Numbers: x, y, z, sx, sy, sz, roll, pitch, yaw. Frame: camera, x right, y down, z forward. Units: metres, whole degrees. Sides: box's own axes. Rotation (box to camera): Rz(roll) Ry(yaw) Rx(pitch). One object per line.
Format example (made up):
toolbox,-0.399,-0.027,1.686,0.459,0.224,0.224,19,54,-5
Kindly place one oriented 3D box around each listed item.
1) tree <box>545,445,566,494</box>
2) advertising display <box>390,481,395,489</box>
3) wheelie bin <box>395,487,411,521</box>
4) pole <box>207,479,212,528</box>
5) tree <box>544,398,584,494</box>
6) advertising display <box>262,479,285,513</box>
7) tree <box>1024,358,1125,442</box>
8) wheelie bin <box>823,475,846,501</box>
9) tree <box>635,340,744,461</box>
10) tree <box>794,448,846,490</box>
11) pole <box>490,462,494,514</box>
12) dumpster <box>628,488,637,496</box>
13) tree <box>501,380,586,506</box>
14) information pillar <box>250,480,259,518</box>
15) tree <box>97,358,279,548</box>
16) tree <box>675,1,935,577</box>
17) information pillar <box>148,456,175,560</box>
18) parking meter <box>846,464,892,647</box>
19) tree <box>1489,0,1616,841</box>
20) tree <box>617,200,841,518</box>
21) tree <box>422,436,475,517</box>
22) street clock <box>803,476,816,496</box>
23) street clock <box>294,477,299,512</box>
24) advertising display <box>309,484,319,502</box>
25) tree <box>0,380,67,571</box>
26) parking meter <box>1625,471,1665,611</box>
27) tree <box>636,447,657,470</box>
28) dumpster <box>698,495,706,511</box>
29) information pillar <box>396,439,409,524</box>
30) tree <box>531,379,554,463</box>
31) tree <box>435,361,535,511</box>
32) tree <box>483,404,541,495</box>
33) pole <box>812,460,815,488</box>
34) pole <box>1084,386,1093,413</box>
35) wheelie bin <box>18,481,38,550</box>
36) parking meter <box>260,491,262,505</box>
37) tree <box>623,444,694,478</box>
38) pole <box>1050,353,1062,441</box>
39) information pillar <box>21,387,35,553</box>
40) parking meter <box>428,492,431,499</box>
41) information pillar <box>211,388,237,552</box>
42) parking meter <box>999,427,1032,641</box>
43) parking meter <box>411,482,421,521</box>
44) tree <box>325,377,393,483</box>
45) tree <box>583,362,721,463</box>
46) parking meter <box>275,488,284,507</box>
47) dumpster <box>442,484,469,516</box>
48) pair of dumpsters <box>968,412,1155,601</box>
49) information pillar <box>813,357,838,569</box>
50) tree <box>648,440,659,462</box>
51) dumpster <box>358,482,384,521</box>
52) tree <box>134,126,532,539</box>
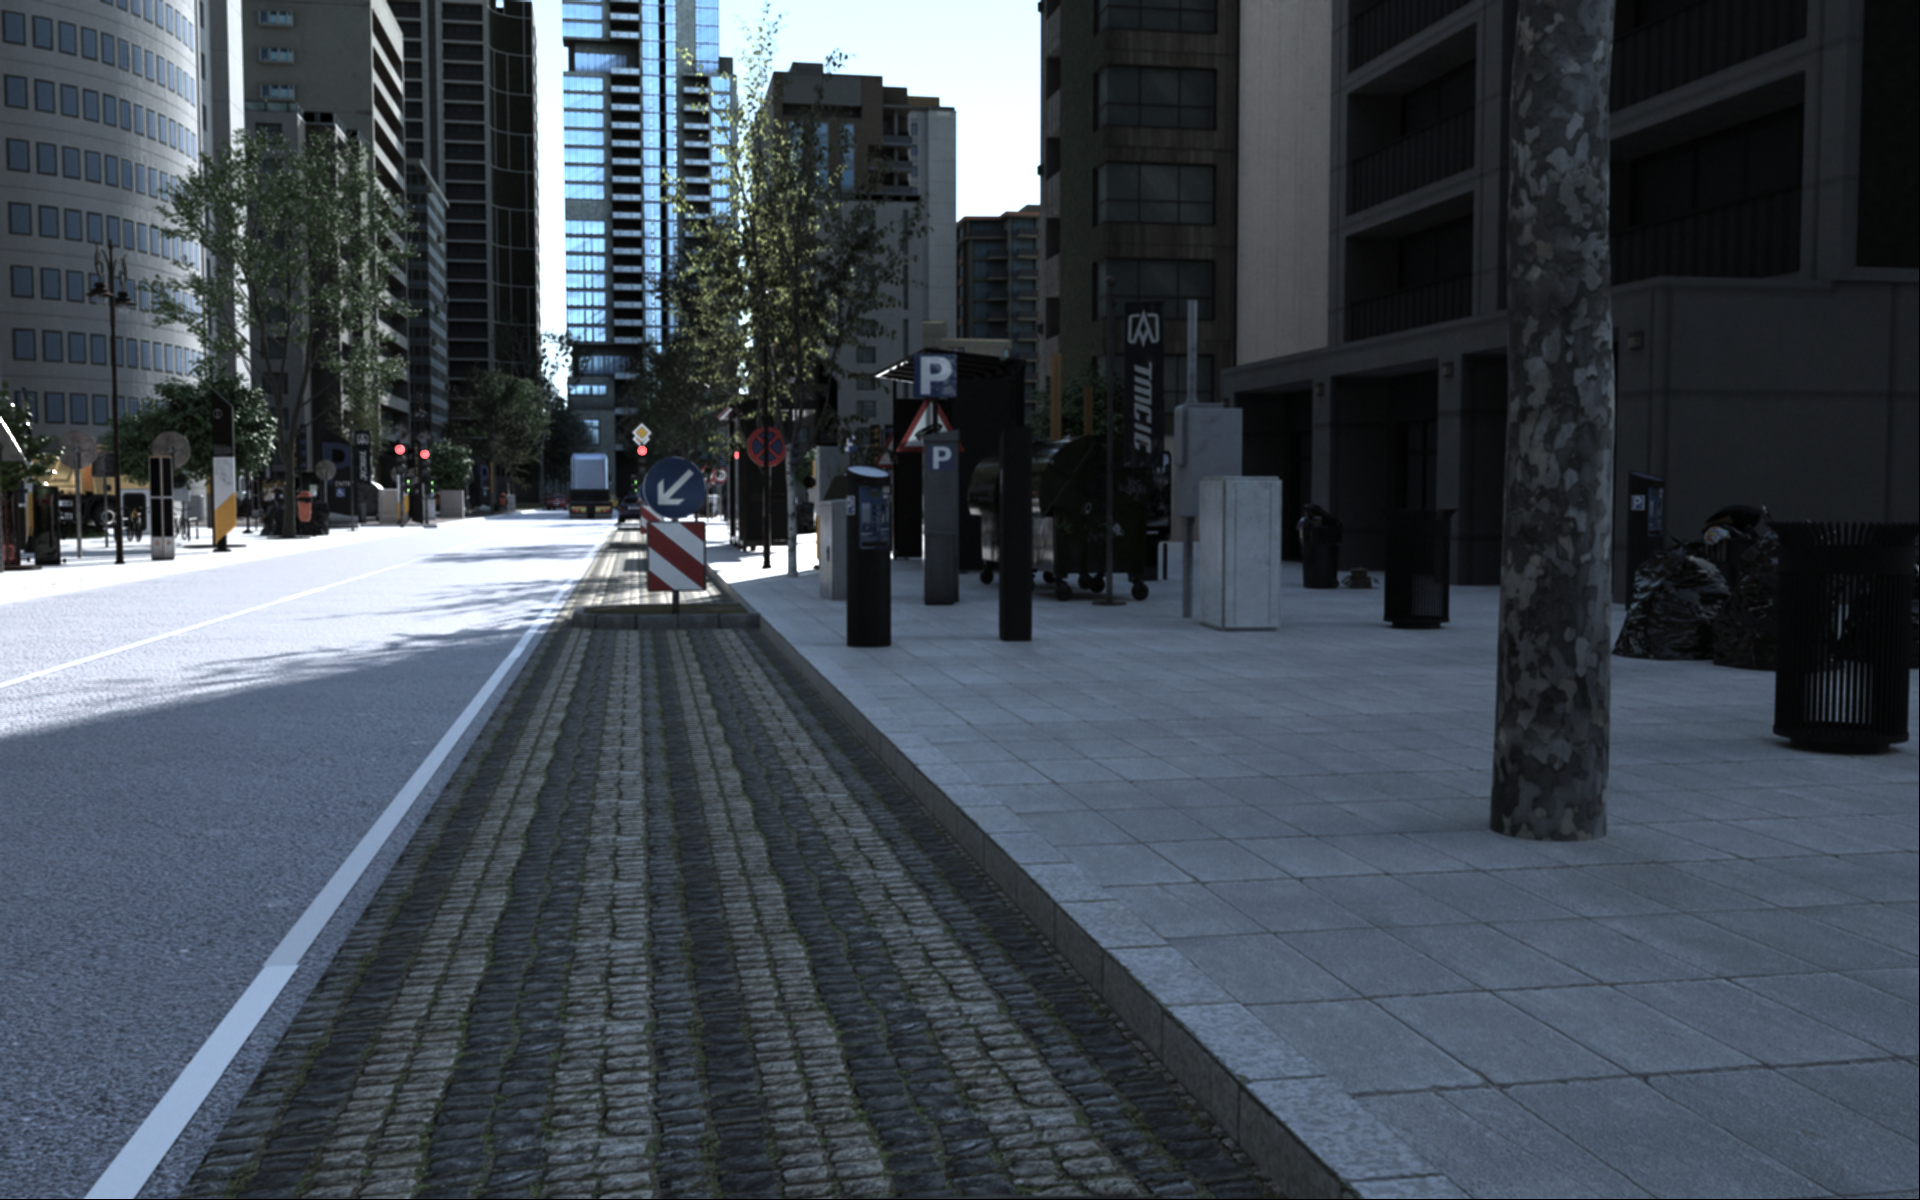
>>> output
tree,-47.765,-15.385,201.908,4.360,8.622,3.978,0,3,0
advertising display,-27.902,-4.888,85.137,0.123,1.923,0.974,-2,4,-24
wheelie bin,-26.655,-4.568,82.601,0.980,1.594,0.693,2,4,27
pole,-28.076,-4.339,64.780,0.158,3.312,0.155,0,3,0
tree,-50.369,-18.853,218.611,12.009,13.543,11.850,0,3,0
advertising display,-30.136,-4.334,76.071,0.974,1.923,0.123,0,4,-5
tree,3.167,-3.562,41.951,4.285,4.588,4.351,0,3,0
wheelie bin,-1.876,-1.281,28.851,0.980,1.594,0.693,3,5,40
tree,-17.913,-11.566,114.860,9.928,11.665,9.643,0,3,0
tree,-10.240,-8.447,121.828,4.285,4.588,4.351,0,3,0
pole,-29.382,-7.026,108.724,0.158,3.312,0.155,0,3,0
dumpster,-41.949,-13.410,224.203,1.985,2.255,1.502,-1,4,-9
tree,-46.479,-17.462,192.154,9.857,13.997,8.962,0,3,0
information pillar,-37.083,-5.295,91.068,0.304,2.012,0.304,-3,5,-43
tree,-18.145,-3.569,42.061,4.285,4.588,4.351,0,3,0
tree,-2.544,-4.649,26.381,4.360,8.622,3.978,0,3,0
information pillar,-15.511,-1.783,33.650,0.304,2.012,0.304,1,4,17
parking meter,-0.771,-0.380,14.631,0.372,1.533,0.369,0,3,0
tree,2.965,-9.259,7.278,12.611,20.169,13.585,0,3,0
tree,-7.480,-7.433,55.947,7.601,10.594,8.767,-1,4,-22
tree,-28.969,-6.957,97.459,4.285,4.588,4.351,0,3,0
street clock,-5.944,-3.913,68.544,0.471,2.002,0.358,1,4,17
street clock,-28.203,-4.216,73.505,0.358,2.002,0.471,2,4,30
advertising display,-42.925,-6.720,115.088,0.974,1.923,0.123,3,4,38
tree,-16.050,-2.127,29.371,1.663,3.219,1.824,0,3,0
parking meter,7.507,-0.646,18.975,0.372,1.533,0.369,0,3,0
tree,-29.316,-13.371,168.979,4.737,8.622,4.395,0,3,0
dumpster,-16.216,-6.158,106.440,1.264,1.857,1.865,-1,4,-10
information pillar,-23.695,-5.030,73.590,0.504,3.616,0.183,-3,5,-39
tree,-37.192,-13.298,143.176,9.928,11.665,9.643,0,3,0
tree,-33.765,-11.505,122.523,8.767,10.594,7.601,2,4,35
tree,-34.548,-11.151,132.677,4.360,8.622,3.978,0,3,0
pole,-8.695,-6.677,103.012,0.158,3.312,0.155,0,3,0
pole,2.422,-2.381,32.771,0.158,3.312,0.155,0,3,0
wheelie bin,-21.726,-1.972,40.156,0.980,1.594,0.693,-2,4,-31
parking meter,-44.522,-6.256,110.694,0.372,1.533,0.369,0,3,0
tree,-36.650,-18.143,213.641,9.611,12.733,9.660,0,3,0
pole,1.394,-1.920,25.230,0.158,3.312,0.155,0,3,0
information pillar,-20.347,-2.841,37.807,0.183,3.616,0.504,-3,4,-38
parking meter,-33.522,-6.163,109.177,0.372,1.533,0.369,0,3,0
information pillar,-16.351,-2.881,38.457,0.504,3.616,0.183,0,4,6
parking meter,0.488,-0.582,15.230,0.255,1.863,0.399,0,4,-5
parking meter,-25.552,-4.626,81.349,0.255,1.863,0.399,3,5,44
tree,-35.181,-9.284,102.157,4.737,8.622,4.395,0,3,0
tree,-26.048,-14.873,153.546,12.009,13.543,11.850,0,3,0
parking meter,-28.973,-3.996,73.752,0.372,1.533,0.369,0,3,0
dumpster,-29.561,-6.043,101.293,1.502,2.255,1.985,-1,4,-11
pair of dumpsters,1.275,-1.236,22.704,1.574,2.255,4.437,-1,4,-10
information pillar,-2.305,-2.355,29.858,0.183,3.616,0.504,3,4,38
tree,-20.025,-10.522,122.401,4.360,8.622,3.978,0,3,0
dumpster,-28.136,-4.688,82.403,1.264,1.857,1.865,-1,4,-11
tree,-19.243,-7.560,49.360,9.928,11.665,9.643,0,3,0
